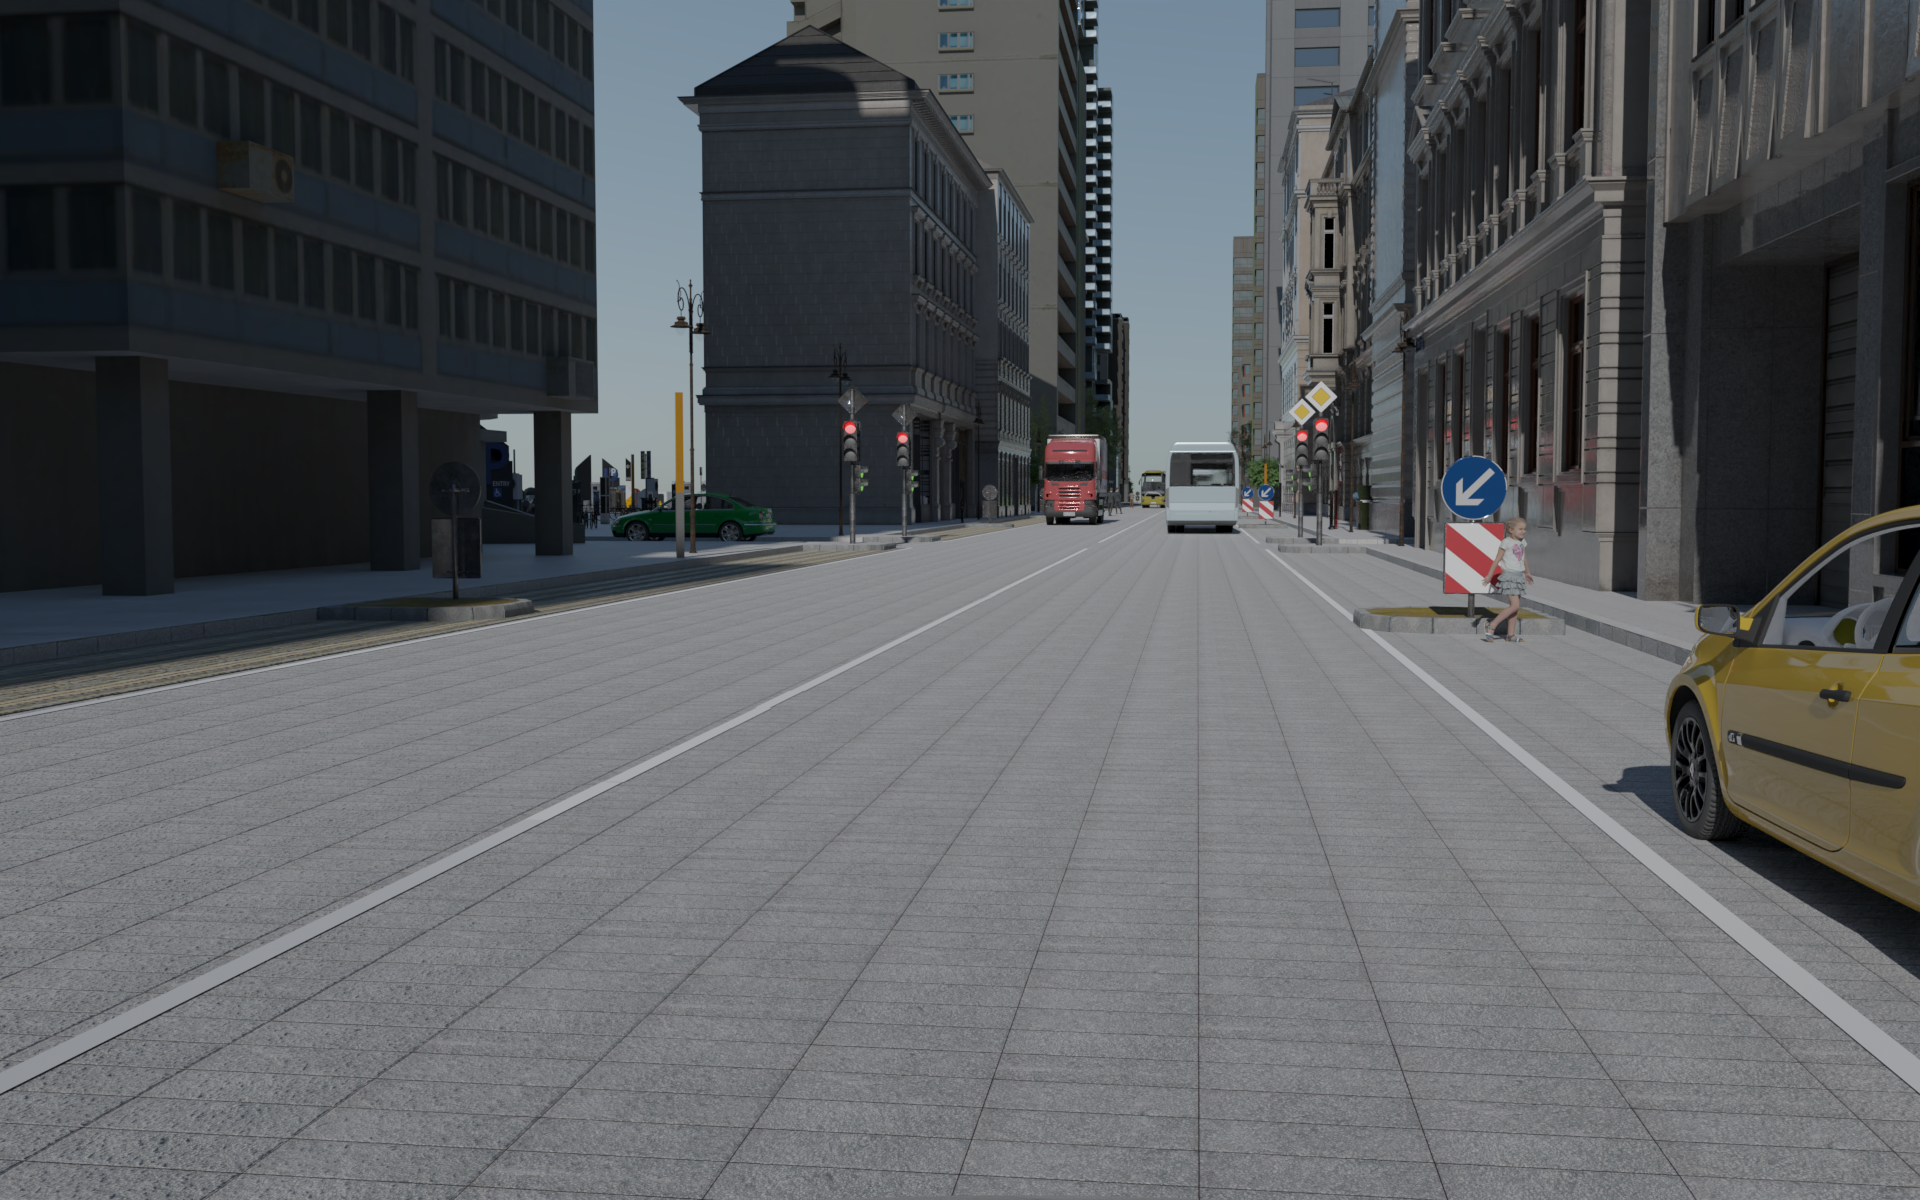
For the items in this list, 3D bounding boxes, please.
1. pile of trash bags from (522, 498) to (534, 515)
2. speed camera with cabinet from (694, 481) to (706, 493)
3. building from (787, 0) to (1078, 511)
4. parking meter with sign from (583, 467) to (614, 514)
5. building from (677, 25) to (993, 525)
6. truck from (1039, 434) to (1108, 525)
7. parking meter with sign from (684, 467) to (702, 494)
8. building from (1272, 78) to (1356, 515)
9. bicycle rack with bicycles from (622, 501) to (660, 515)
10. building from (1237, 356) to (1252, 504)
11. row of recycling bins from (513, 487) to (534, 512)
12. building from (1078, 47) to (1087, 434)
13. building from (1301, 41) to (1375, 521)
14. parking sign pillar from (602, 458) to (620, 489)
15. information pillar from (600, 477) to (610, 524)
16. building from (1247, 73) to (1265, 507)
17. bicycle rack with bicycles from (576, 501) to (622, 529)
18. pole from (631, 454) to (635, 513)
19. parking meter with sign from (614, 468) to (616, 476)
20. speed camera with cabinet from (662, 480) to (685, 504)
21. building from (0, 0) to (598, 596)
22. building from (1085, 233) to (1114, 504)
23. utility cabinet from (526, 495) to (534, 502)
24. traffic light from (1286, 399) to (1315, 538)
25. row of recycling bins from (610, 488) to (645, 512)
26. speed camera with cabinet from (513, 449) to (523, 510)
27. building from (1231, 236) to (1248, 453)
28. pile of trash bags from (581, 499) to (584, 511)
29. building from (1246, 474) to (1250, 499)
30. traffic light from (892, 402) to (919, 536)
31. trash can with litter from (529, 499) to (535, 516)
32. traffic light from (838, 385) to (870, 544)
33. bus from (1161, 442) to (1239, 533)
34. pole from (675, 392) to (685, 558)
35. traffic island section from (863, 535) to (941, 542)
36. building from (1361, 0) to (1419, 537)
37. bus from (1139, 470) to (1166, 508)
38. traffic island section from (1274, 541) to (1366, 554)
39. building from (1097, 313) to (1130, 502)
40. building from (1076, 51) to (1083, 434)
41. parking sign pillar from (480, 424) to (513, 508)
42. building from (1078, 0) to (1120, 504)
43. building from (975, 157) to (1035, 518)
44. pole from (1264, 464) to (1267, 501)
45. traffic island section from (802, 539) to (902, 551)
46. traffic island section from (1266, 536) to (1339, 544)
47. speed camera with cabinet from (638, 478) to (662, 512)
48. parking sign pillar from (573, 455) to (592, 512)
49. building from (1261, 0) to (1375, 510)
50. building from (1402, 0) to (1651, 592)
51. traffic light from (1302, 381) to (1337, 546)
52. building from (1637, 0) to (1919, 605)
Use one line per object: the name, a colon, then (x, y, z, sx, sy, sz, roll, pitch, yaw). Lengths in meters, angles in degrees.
pile of trash bags: (-21.933, -4.722, 86.955, 1.912, 1.369, 3.447, 1, 4, 18)
speed camera with cabinet: (-17.861, -7.637, 119.207, 2.038, 3.252, 0.660, 3, 5, 43)
building: (-1.971, -31.501, 138.736, 21.300, 48.544, 21.600, 0, 4, 8)
parking meter with sign: (-23.652, -7.130, 112.835, 1.738, 3.016, 0.543, 0, 4, 2)
building: (-6.204, -13.575, 72.861, 10.553, 20.767, 40.483, 0, 4, 8)
truck: (5.589, -5.765, 83.177, 2.839, 4.237, 11.283, 0, 4, 7)
parking meter with sign: (-17.444, -7.029, 111.191, 1.738, 3.016, 0.543, 0, 4, 1)
building: (27.980, -20.075, 114.136, 13.634, 28.700, 20.117, 0, 4, 8)
bicycle rack with bicycles: (-16.280, -4.342, 84.380, 2.925, 0.926, 2.852, 0, 4, -8)
building: (51.033, -23.510, 229.428, 27.650, 21.520, 28.899, 0, 4, 8)
row of recycling bins: (-26.643, -5.843, 102.640, 3.534, 1.692, 1.069, -3, 4, -39)
building: (4.982, -31.804, 170.108, 14.600, 45.320, 14.200, 0, 4, 8)
building: (24.556, -16.349, 86.394, 14.460, 24.649, 34.723, 0, 4, 8)
parking sign pillar: (-26.355, -8.706, 130.820, 1.447, 3.967, 1.447, -3, 5, -43)
information pillar: (-15.210, -4.261, 74.163, 0.304, 2.012, 0.304, 1, 4, 17)
building: (35.996, -29.810, 170.982, 14.154, 41.232, 14.086, 0, 4, 8)
bicycle rack with bicycles: (-14.560, -3.157, 65.000, 2.852, 0.926, 2.925, 0, 4, 4)
pole: (-16.737, -5.796, 88.600, 0.158, 3.312, 0.155, 0, 3, 0)
parking meter with sign: (-23.883, -7.339, 116.247, 1.738, 3.016, 0.543, 2, 4, 33)
speed camera with cabinet: (-19.054, -7.295, 113.611, 2.038, 3.252, 0.660, 2, 4, 25)
building: (-20.055, -20.755, 31.228, 23.993, 40.220, 32.217, 0, 4, 8)
building: (3.516, -32.547, 224.029, 32.217, 40.220, 23.993, 0, 4, 8)
utility cabinet: (-22.540, -4.941, 91.949, 0.306, 1.237, 1.020, 3, 4, 37)
traffic light: (10.031, -3.798, 51.017, 0.839, 4.253, 0.868, 0, 4, 8)
row of recycling bins: (-23.318, -7.042, 122.250, 3.534, 1.692, 1.069, -3, 5, -40)
speed camera with cabinet: (-20.404, -5.029, 76.564, 2.038, 3.252, 0.660, 1, 4, 13)
building: (50.174, -36.157, 274.768, 14.154, 41.232, 14.086, 0, 4, 8)
pile of trash bags: (-22.057, -5.339, 97.047, 1.912, 1.369, 3.447, -1, 4, -17)
building: (41.972, -45.834, 187.643, 20.563, 71.187, 20.611, 0, 4, 8)
traffic light: (-1.673, -3.895, 52.601, 0.839, 4.253, 0.868, 0, 4, 8)
trash can with litter: (-14.250, -2.926, 59.235, 0.624, 1.170, 1.055, 1, 4, 11)
traffic light: (-2.759, -3.411, 44.690, 0.839, 4.253, 0.868, 0, 4, 8)
bus: (9.332, -4.454, 67.680, 2.948, 3.499, 13.247, 0, 4, 7)
pole: (-5.630, -2.503, 34.771, 0.158, 3.312, 0.155, 0, 3, 0)
traffic island section: (-1.711, -1.863, 52.741, 2.009, 0.180, 2.903, 0, 4, 8)
building: (22.827, -13.769, 54.008, 19.941, 23.489, 11.050, 0, 4, 8)
bus: (20.158, -11.496, 179.503, 2.896, 3.916, 12.252, 0, 4, 8)
traffic island section: (8.983, -1.280, 43.214, 2.009, 0.180, 2.903, 0, 4, 8)
building: (19.350, -30.656, 272.930, 14.160, 30.474, 14.107, 0, 4, 8)
building: (3.513, -28.905, 156.185, 14.154, 41.232, 14.086, 0, 4, 8)
parking sign pillar: (-17.429, -4.672, 64.853, 1.447, 3.967, 1.447, -3, 5, -42)
building: (12.205, -57.276, 249.129, 22.319, 86.520, 31.000, 0, 4, 8)
building: (-1.334, -15.451, 101.782, 9.793, 20.994, 18.267, 0, 4, 8)
pole: (20.553, -7.506, 116.563, 0.158, 3.312, 0.155, 0, 3, 0)
traffic island section: (-2.797, -1.379, 44.830, 2.009, 0.180, 2.903, 0, 4, 8)
traffic island section: (10.069, -1.764, 51.125, 2.009, 0.180, 2.903, 0, 4, 8)
speed camera with cabinet: (-17.301, -6.226, 96.131, 0.660, 3.252, 2.038, 0, 4, 7)
parking sign pillar: (-25.740, -7.927, 118.081, 1.447, 3.967, 1.447, 2, 4, 35)
building: (36.824, -37.128, 149.035, 21.231, 58.520, 28.212, 0, 4, 8)
building: (14.639, -11.921, 31.071, 11.583, 22.565, 21.152, 0, 4, 8)
traffic light: (8.945, -3.314, 43.106, 0.839, 4.253, 0.868, 0, 4, 8)
building: (12.866, -11.726, 9.741, 12.078, 24.808, 19.932, 0, 4, 8)
